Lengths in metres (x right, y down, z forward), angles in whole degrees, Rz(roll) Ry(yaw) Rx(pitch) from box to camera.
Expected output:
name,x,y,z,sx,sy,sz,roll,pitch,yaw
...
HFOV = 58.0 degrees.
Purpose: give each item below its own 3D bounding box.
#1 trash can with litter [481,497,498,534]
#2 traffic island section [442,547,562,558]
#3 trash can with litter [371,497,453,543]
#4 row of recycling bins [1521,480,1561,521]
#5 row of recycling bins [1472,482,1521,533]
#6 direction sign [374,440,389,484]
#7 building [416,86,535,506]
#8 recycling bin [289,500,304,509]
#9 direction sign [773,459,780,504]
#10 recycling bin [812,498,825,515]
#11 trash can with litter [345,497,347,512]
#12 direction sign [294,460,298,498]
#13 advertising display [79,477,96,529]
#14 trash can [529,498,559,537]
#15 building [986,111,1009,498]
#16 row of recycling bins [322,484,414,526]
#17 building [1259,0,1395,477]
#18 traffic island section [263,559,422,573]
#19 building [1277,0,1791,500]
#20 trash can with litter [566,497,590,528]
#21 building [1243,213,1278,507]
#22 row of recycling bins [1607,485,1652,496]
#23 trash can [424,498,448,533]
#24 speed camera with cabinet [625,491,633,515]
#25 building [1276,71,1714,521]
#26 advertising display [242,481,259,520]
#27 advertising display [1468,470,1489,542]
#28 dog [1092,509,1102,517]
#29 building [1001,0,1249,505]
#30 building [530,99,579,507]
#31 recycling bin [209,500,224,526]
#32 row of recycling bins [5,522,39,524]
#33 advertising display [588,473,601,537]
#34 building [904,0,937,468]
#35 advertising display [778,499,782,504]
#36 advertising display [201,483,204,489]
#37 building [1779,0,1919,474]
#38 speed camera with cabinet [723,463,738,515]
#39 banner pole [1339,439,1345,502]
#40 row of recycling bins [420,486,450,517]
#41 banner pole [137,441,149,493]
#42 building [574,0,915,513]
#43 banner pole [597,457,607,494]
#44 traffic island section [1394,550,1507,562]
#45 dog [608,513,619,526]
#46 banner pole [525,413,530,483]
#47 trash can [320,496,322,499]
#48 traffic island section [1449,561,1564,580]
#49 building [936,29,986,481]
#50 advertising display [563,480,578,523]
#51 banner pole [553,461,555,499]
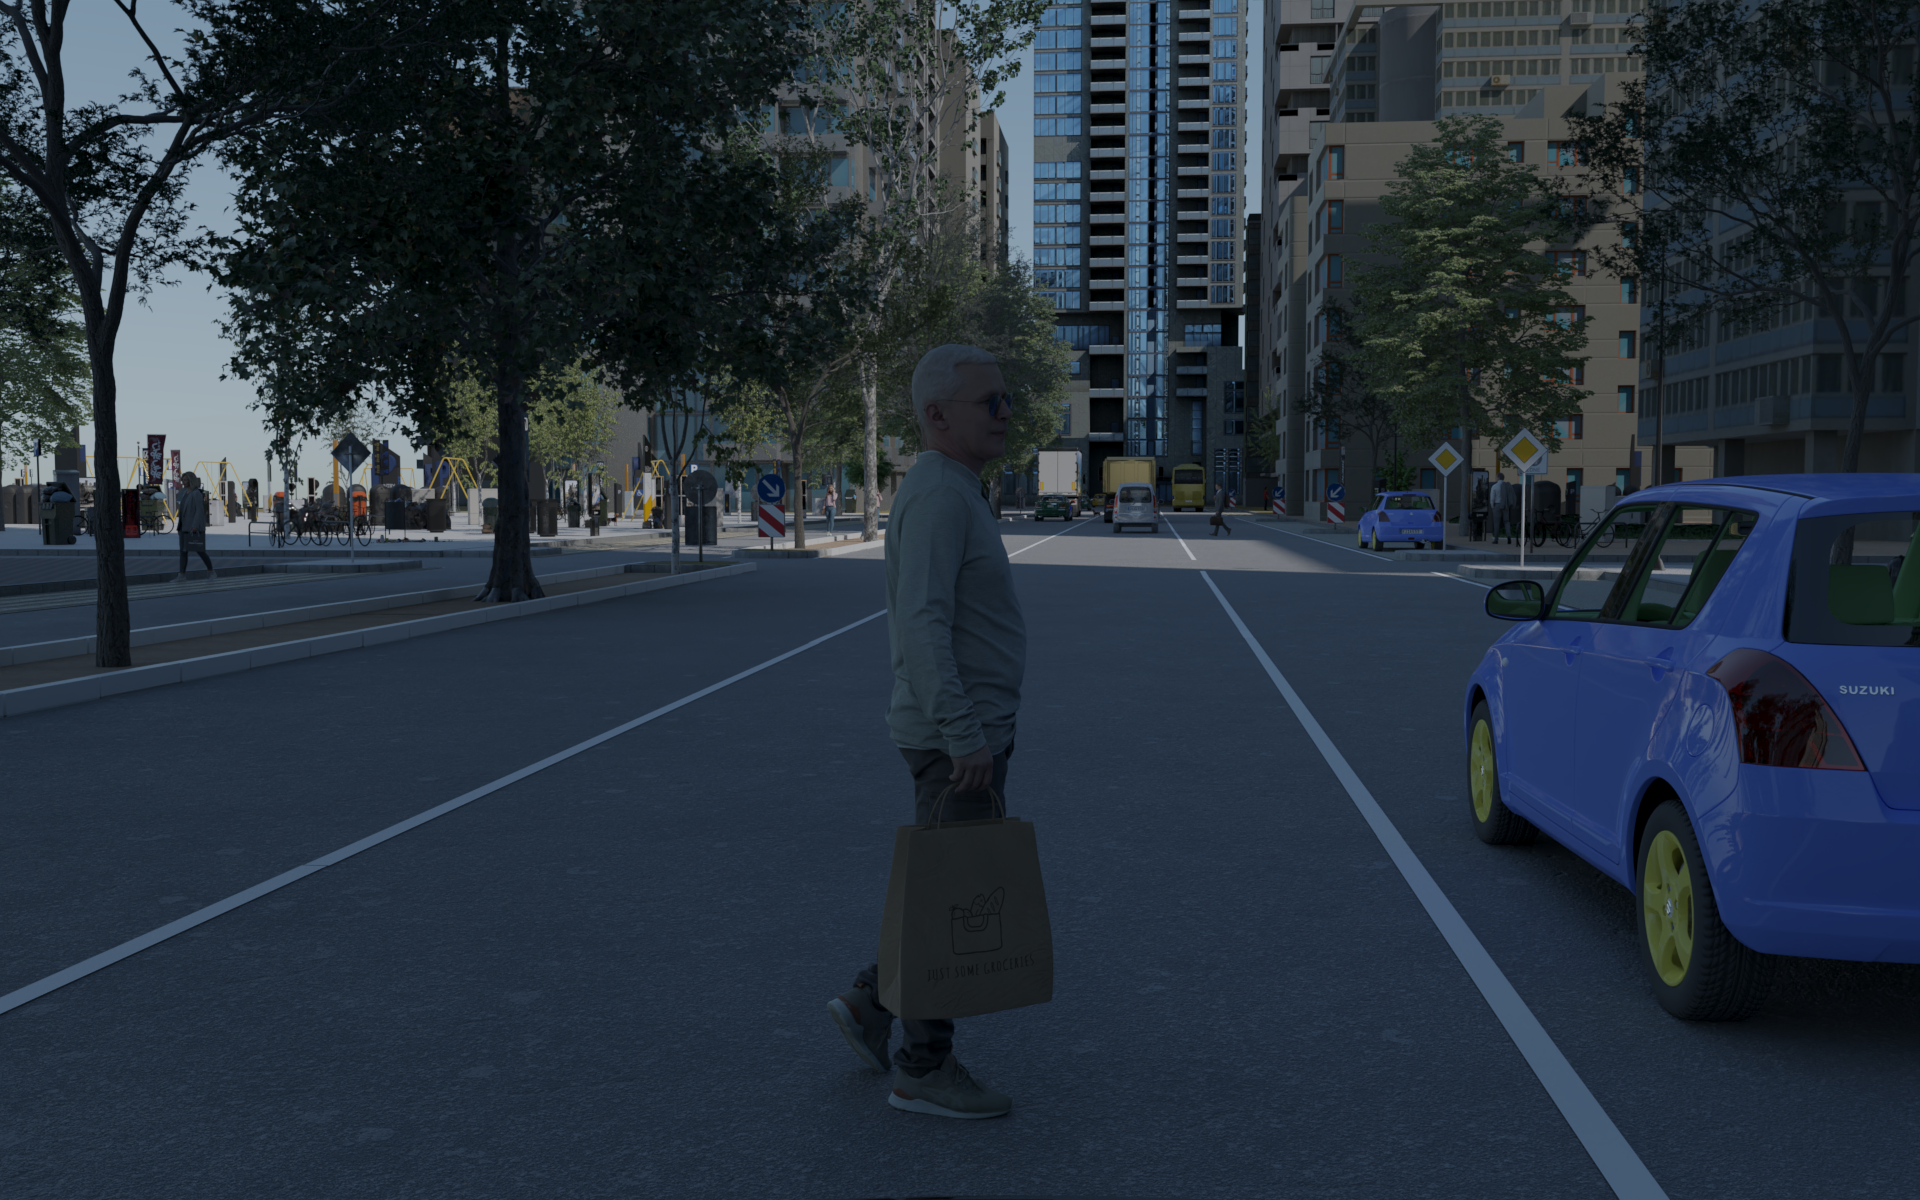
name,x,y,z,sx,sy,sz,roll,pitch,yaw
trash can with litter,-15.196,-2.737,56.139,0.624,1.170,1.055,0,4,-7
traffic island section,-10.589,-1.115,40.512,2.009,0.180,2.903,0,4,6
trash can with litter,-14.605,-2.141,46.064,2.233,1.210,1.678,-2,4,-27
row of recycling bins,18.100,-2.848,53.680,1.069,1.692,3.534,1,4,20
row of recycling bins,17.821,-3.145,58.528,1.069,1.692,3.534,0,4,3
direction sign,-24.134,-4.913,72.330,0.876,3.537,0.379,2,4,32
building,-49.710,-32.912,188.225,14.200,45.320,14.600,0,4,6
recycling bin,-30.064,-4.022,78.317,0.722,1.027,0.722,-2,4,-27
direction sign,-11.905,-7.373,112.538,0.379,3.537,0.876,2,4,25
recycling bin,-8.641,-5.734,106.309,0.722,1.027,0.722,-1,4,-20
trash can with litter,-30.653,-4.558,85.910,0.624,1.170,1.055,-1,4,-13
direction sign,-43.667,-7.455,113.894,0.379,3.537,0.876,-2,4,-34
advertising display,-32.595,-3.621,64.422,0.974,1.923,0.123,-1,4,-16
trash can,-12.356,-2.458,51.843,0.748,1.137,0.748,0,3,0
building,-5.402,-35.922,211.021,21.600,48.544,21.300,0,4,6
row of recycling bins,-23.915,-3.848,70.029,3.534,1.692,1.069,-3,4,-37
building,41.530,-34.675,156.167,28.713,52.752,27.495,0,4,6
traffic island section,-11.451,-0.629,32.573,2.009,0.180,2.903,0,4,6
building,40.875,-26.843,130.760,32.217,40.220,23.993,0,4,6
trash can with litter,-14.504,-3.349,66.149,1.055,1.170,0.624,-1,4,-16
building,36.423,-24.928,179.276,14.160,30.474,14.107,0,4,6
row of recycling bins,30.014,-4.225,76.188,3.534,1.692,1.069,0,4,0
trash can,-17.366,-2.801,57.445,0.748,1.137,0.748,0,3,0
speed camera with cabinet,-19.192,-6.678,103.528,0.660,3.252,2.038,2,4,28
building,32.276,-15.220,93.885,27.650,21.520,28.899,0,4,6
advertising display,-35.633,-5.001,86.982,0.974,1.923,0.123,1,4,22
advertising display,14.033,-2.549,46.892,0.123,1.923,0.974,3,5,43
dog,8.388,-5.315,106.195,0.540,0.507,0.406,-1,4,-17
building,20.795,-54.657,206.307,31.000,86.520,22.319,0,4,6
building,-31.214,-34.171,182.389,21.600,48.544,21.300,0,4,6
recycling bin,-29.873,-3.463,69.172,0.722,1.027,0.722,0,4,-6
row of recycling bins,-39.284,-4.074,73.722,3.534,1.692,1.069,1,4,18
advertising display,-11.124,-2.905,52.711,0.123,1.923,0.974,0,4,4
building,-10.627,-43.941,156.688,20.563,71.187,20.611,0,4,6
advertising display,-11.057,-6.180,106.249,0.123,1.923,0.974,-1,4,-15
advertising display,-44.007,-5.782,99.755,0.123,1.923,0.974,2,4,35
building,34.795,-21.915,50.189,23.993,40.220,32.217,0,4,6
speed camera with cabinet,-14.314,-6.847,106.288,0.660,3.252,2.038,1,4,18
banner pole,16.691,-5.245,75.774,0.401,3.779,0.863,0,4,-7
row of recycling bins,-29.369,-5.296,93.700,3.534,1.692,1.069,-3,5,-42
banner pole,-38.825,-5.655,82.481,0.863,3.779,0.401,-1,4,-19
building,-15.527,-31.328,131.822,23.786,49.044,30.456,0,4,6
banner pole,-23.785,-7.670,115.420,0.863,3.779,0.401,0,4,-6
traffic island section,10.727,-0.974,38.201,2.009,0.180,2.903,0,4,6
dog,-13.967,-3.224,69.537,0.406,0.507,0.540,0,4,4
banner pole,-11.800,-3.457,46.544,0.401,3.779,0.863,1,4,20
trash can,-40.311,-6.026,110.172,0.748,1.137,0.748,0,3,0
traffic island section,9.865,-0.488,30.262,2.009,0.180,2.903,0,4,6
building,-9.373,-34.007,179.712,21.600,48.544,21.300,0,4,6
advertising display,-17.504,-4.442,77.834,0.123,1.923,0.974,1,4,23
banner pole,-24.138,-6.907,102.938,0.401,3.779,0.863,-1,4,-15
